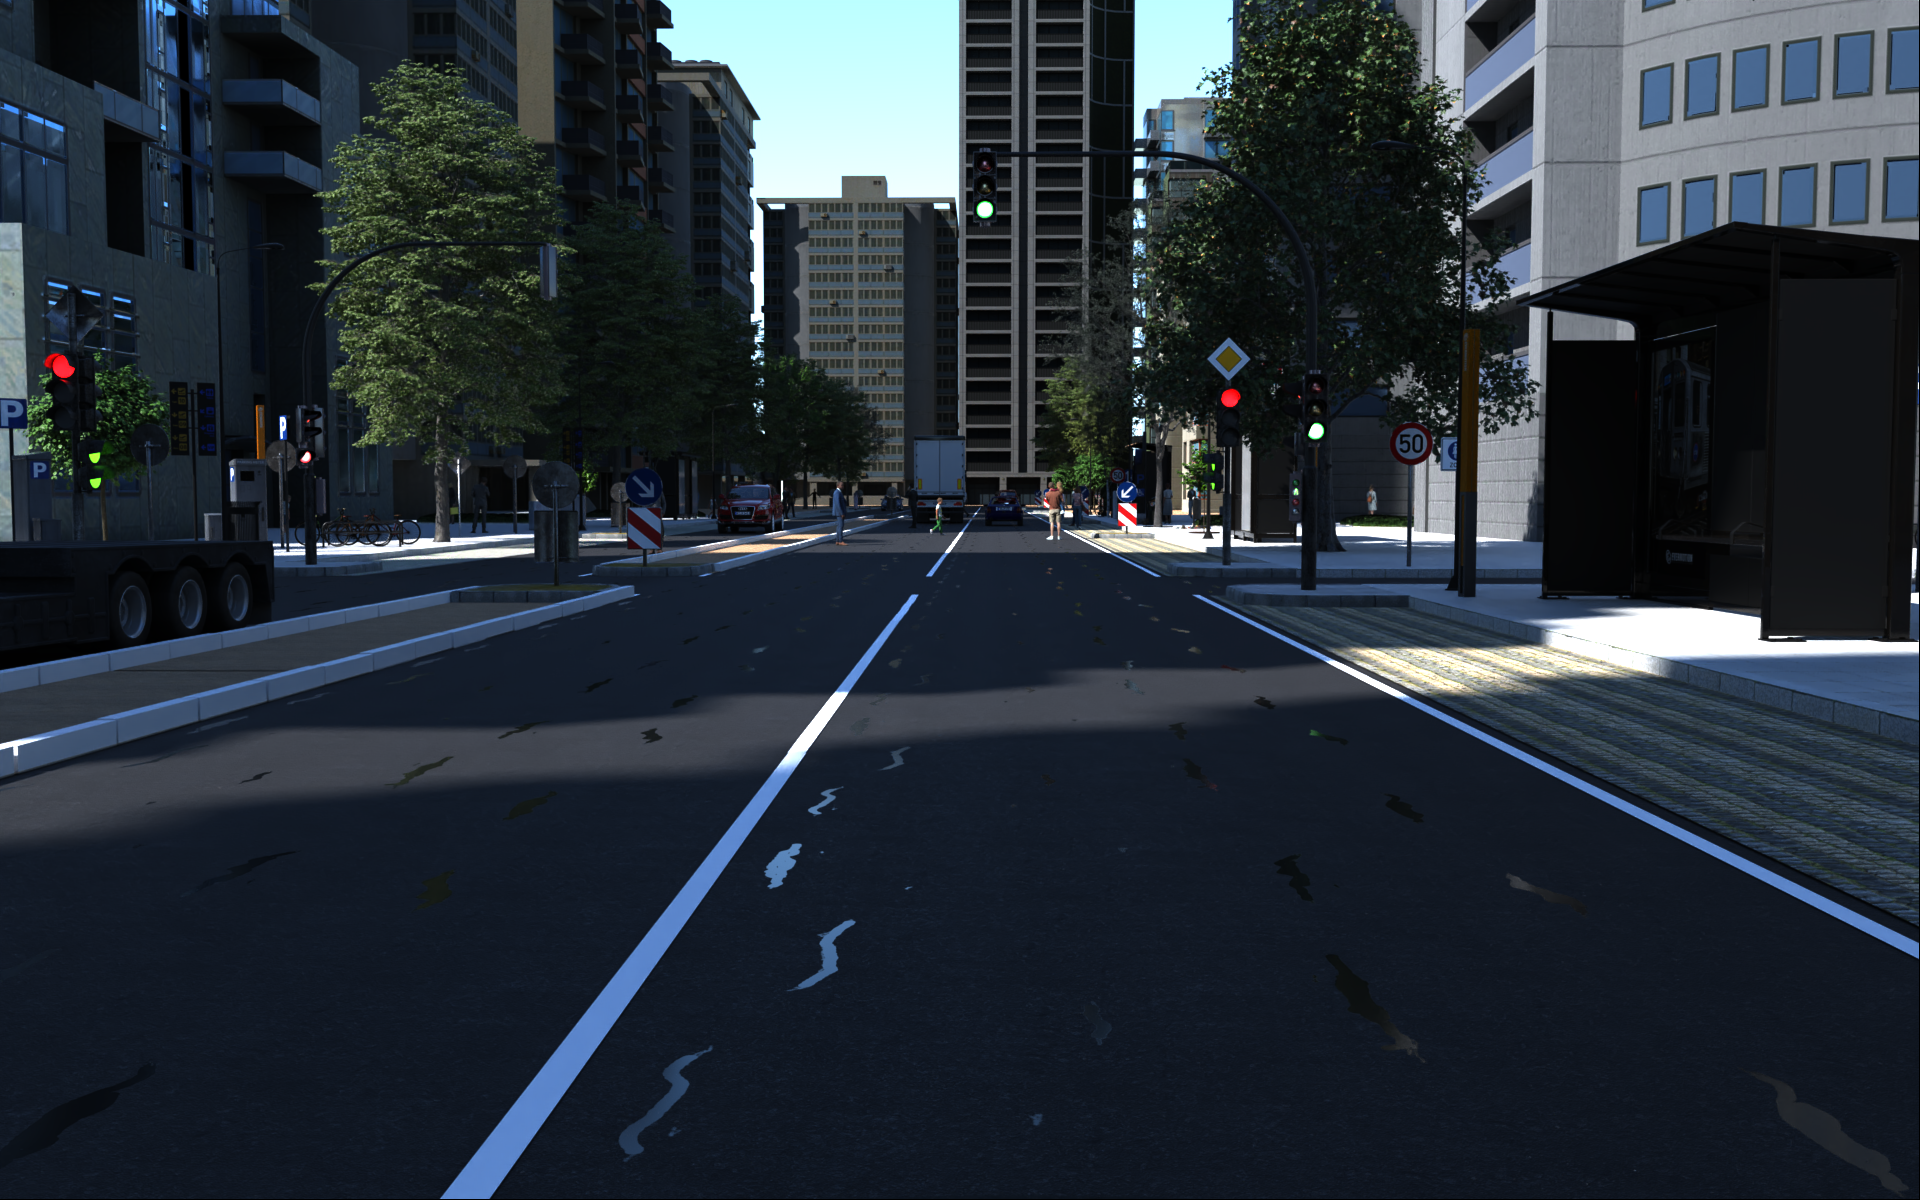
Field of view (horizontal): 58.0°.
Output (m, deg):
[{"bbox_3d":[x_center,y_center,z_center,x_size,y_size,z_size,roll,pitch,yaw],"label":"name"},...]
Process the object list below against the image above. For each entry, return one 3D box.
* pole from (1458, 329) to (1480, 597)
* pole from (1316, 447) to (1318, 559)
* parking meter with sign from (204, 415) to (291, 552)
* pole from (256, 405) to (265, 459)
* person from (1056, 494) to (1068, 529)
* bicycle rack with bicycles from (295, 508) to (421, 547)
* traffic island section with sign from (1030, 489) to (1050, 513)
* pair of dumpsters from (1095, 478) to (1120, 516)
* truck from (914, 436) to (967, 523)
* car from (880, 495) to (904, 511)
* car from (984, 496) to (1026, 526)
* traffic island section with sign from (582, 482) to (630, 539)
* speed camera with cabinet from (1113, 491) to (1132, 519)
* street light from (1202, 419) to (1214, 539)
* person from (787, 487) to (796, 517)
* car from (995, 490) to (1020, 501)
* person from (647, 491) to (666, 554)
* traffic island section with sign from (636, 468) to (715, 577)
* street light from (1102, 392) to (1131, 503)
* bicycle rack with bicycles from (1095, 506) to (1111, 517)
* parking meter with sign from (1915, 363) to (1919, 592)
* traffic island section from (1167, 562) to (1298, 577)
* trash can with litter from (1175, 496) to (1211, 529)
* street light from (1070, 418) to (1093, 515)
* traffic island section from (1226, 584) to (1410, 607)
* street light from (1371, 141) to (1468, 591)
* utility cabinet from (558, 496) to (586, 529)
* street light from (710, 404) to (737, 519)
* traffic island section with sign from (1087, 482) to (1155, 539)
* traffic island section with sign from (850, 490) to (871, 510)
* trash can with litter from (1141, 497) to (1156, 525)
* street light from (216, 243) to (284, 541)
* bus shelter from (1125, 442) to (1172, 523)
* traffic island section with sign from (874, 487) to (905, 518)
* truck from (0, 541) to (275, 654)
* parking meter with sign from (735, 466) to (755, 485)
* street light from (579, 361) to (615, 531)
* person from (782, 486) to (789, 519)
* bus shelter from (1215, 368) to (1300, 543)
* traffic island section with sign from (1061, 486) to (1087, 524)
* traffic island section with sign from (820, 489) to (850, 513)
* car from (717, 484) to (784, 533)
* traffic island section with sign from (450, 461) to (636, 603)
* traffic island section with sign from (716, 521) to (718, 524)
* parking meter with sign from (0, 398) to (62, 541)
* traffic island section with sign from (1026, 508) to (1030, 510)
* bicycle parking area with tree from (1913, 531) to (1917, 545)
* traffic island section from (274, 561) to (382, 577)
[{"bbox_3d":[6.327,-1.693,21.523,0.158,3.312,0.155,0,3,0],"label":"pole"},{"bbox_3d":[6.523,-2.342,32.134,0.158,3.312,0.155,0,3,0],"label":"pole"},{"bbox_3d":[-15.603,-2.548,37.925,1.738,3.016,0.543,-3,4,-37],"label":"parking meter with sign"},{"bbox_3d":[-16.062,-2.813,39.843,0.158,3.312,0.155,0,3,0],"label":"pole"},{"bbox_3d":[4.133,-3.785,71.064,0.731,1.740,0.598,2,4,33],"label":"person"},{"bbox_3d":[-14.899,-1.799,42.799,2.925,0.926,2.852,-1,4,-15],"label":"bicycle rack with bicycles"},{"bbox_3d":[6.618,-7.631,133.394,1.989,1.847,2.006,0,4,1],"label":"traffic island section with sign"},{"bbox_3d":[8.821,-6.056,101.506,1.574,2.255,4.437,0,4,1],"label":"pair of dumpsters"},{"bbox_3d":[-1.024,-6.099,88.631,2.839,4.237,11.283,0,4,0],"label":"truck"},{"bbox_3d":[-5.805,-8.343,148.417,2.014,1.417,4.499,0,4,1],"label":"car"},{"bbox_3d":[2.038,-4.085,79.373,1.945,1.354,3.894,0,4,2],"label":"car"},{"bbox_3d":[-11.053,-2.903,56.093,1.989,1.847,2.006,0,4,1],"label":"traffic island section with sign"},{"bbox_3d":[8.970,-5.832,89.694,2.038,3.252,0.660,-1,4,-10],"label":"speed camera with cabinet"},{"bbox_3d":[6.579,-4.708,49.515,1.470,5.913,1.316,0,4,1],"label":"street light"},{"bbox_3d":[-10.341,-5.939,105.516,0.836,1.842,0.656,3,4,36],"label":"person"},{"bbox_3d":[4.222,-8.872,153.722,2.281,1.827,5.304,0,4,1],"label":"car"},{"bbox_3d":[-7.287,-1.993,41.272,0.592,1.802,0.473,0,4,1],"label":"person"},{"bbox_3d":[-5.530,-1.401,31.045,2.006,1.907,1.989,0,4,1],"label":"traffic island section with sign"},{"bbox_3d":[7.078,-6.439,77.819,1.470,5.913,1.316,0,4,1],"label":"street light"},{"bbox_3d":[9.175,-5.084,96.503,2.925,0.926,2.852,1,4,16],"label":"bicycle rack with bicycles"},{"bbox_3d":[12.737,-1.596,22.362,0.543,3.016,1.738,0,4,1],"label":"parking meter with sign"},{"bbox_3d":[4.822,-0.546,31.203,2.009,0.180,2.903,0,4,1],"label":"traffic island section"},{"bbox_3d":[8.508,-3.248,64.156,1.678,1.210,2.233,2,4,34],"label":"trash can with litter"},{"bbox_3d":[7.461,-8.175,106.201,1.470,5.913,1.316,0,4,1],"label":"street light"},{"bbox_3d":[4.682,-0.057,23.219,2.009,0.180,2.903,0,4,1],"label":"traffic island section"},{"bbox_3d":[6.099,-3.082,22.931,1.470,5.913,1.316,0,4,1],"label":"street light"},{"bbox_3d":[-14.154,-3.173,63.035,1.020,1.237,0.306,0,4,-1],"label":"utility cabinet"},{"bbox_3d":[-12.186,-7.148,89.410,1.470,5.913,1.316,0,4,1],"label":"street light"},{"bbox_3d":[5.266,-2.916,56.303,1.989,1.847,2.006,0,4,1],"label":"traffic island section with sign"},{"bbox_3d":[-9.229,-9.270,160.188,1.989,1.847,2.006,0,4,1],"label":"traffic island section with sign"},{"bbox_3d":[7.831,-3.667,71.349,0.624,1.170,1.055,-2,4,-31],"label":"trash can with litter"},{"bbox_3d":[-13.197,-3.649,32.198,1.470,5.913,1.316,0,4,1],"label":"street light"},{"bbox_3d":[8.777,-5.474,80.785,1.731,3.624,6.357,0,4,1],"label":"bus shelter"},{"bbox_3d":[-4.222,-5.996,106.172,2.006,1.907,1.989,0,4,1],"label":"traffic island section with sign"},{"bbox_3d":[-8.705,-1.168,8.848,2.967,4.110,18.799,0,4,2],"label":"truck"},{"bbox_3d":[-13.460,-6.741,106.470,1.738,3.016,0.543,-3,5,-40],"label":"parking meter with sign"},{"bbox_3d":[-12.767,-5.391,60.688,1.470,5.913,1.316,0,4,1],"label":"street light"},{"bbox_3d":[-9.799,-5.488,97.597,0.474,1.900,0.648,-1,4,-14],"label":"person"},{"bbox_3d":[8.581,-4.395,49.495,2.179,5.291,8.768,0,4,1],"label":"bus shelter"},{"bbox_3d":[5.740,-4.573,83.390,1.989,1.847,2.006,0,4,1],"label":"traffic island section with sign"},{"bbox_3d":[-9.709,-7.621,133.237,1.989,1.847,2.006,0,4,1],"label":"traffic island section with sign"},{"bbox_3d":[-7.797,-3.437,64.868,2.281,1.827,5.304,0,4,1],"label":"car"},{"bbox_3d":[-5.670,-0.948,23.639,2.006,1.907,1.989,0,4,1],"label":"traffic island section with sign"},{"bbox_3d":[-10.575,-4.551,83.043,1.989,1.847,2.006,0,4,1],"label":"traffic island section with sign"},{"bbox_3d":[-16.671,-2.130,31.088,1.738,3.016,0.543,3,5,41],"label":"parking meter with sign"},{"bbox_3d":[7.099,-9.279,160.345,1.989,1.847,2.006,0,4,1],"label":"traffic island section with sign"},{"bbox_3d":[21.561,-2.961,35.410,9.016,4.147,8.231,-1,4,-9],"label":"bicycle parking area with tree"},{"bbox_3d":[-11.816,-0.564,31.499,2.009,0.180,2.903,0,4,1],"label":"traffic island section"}]
